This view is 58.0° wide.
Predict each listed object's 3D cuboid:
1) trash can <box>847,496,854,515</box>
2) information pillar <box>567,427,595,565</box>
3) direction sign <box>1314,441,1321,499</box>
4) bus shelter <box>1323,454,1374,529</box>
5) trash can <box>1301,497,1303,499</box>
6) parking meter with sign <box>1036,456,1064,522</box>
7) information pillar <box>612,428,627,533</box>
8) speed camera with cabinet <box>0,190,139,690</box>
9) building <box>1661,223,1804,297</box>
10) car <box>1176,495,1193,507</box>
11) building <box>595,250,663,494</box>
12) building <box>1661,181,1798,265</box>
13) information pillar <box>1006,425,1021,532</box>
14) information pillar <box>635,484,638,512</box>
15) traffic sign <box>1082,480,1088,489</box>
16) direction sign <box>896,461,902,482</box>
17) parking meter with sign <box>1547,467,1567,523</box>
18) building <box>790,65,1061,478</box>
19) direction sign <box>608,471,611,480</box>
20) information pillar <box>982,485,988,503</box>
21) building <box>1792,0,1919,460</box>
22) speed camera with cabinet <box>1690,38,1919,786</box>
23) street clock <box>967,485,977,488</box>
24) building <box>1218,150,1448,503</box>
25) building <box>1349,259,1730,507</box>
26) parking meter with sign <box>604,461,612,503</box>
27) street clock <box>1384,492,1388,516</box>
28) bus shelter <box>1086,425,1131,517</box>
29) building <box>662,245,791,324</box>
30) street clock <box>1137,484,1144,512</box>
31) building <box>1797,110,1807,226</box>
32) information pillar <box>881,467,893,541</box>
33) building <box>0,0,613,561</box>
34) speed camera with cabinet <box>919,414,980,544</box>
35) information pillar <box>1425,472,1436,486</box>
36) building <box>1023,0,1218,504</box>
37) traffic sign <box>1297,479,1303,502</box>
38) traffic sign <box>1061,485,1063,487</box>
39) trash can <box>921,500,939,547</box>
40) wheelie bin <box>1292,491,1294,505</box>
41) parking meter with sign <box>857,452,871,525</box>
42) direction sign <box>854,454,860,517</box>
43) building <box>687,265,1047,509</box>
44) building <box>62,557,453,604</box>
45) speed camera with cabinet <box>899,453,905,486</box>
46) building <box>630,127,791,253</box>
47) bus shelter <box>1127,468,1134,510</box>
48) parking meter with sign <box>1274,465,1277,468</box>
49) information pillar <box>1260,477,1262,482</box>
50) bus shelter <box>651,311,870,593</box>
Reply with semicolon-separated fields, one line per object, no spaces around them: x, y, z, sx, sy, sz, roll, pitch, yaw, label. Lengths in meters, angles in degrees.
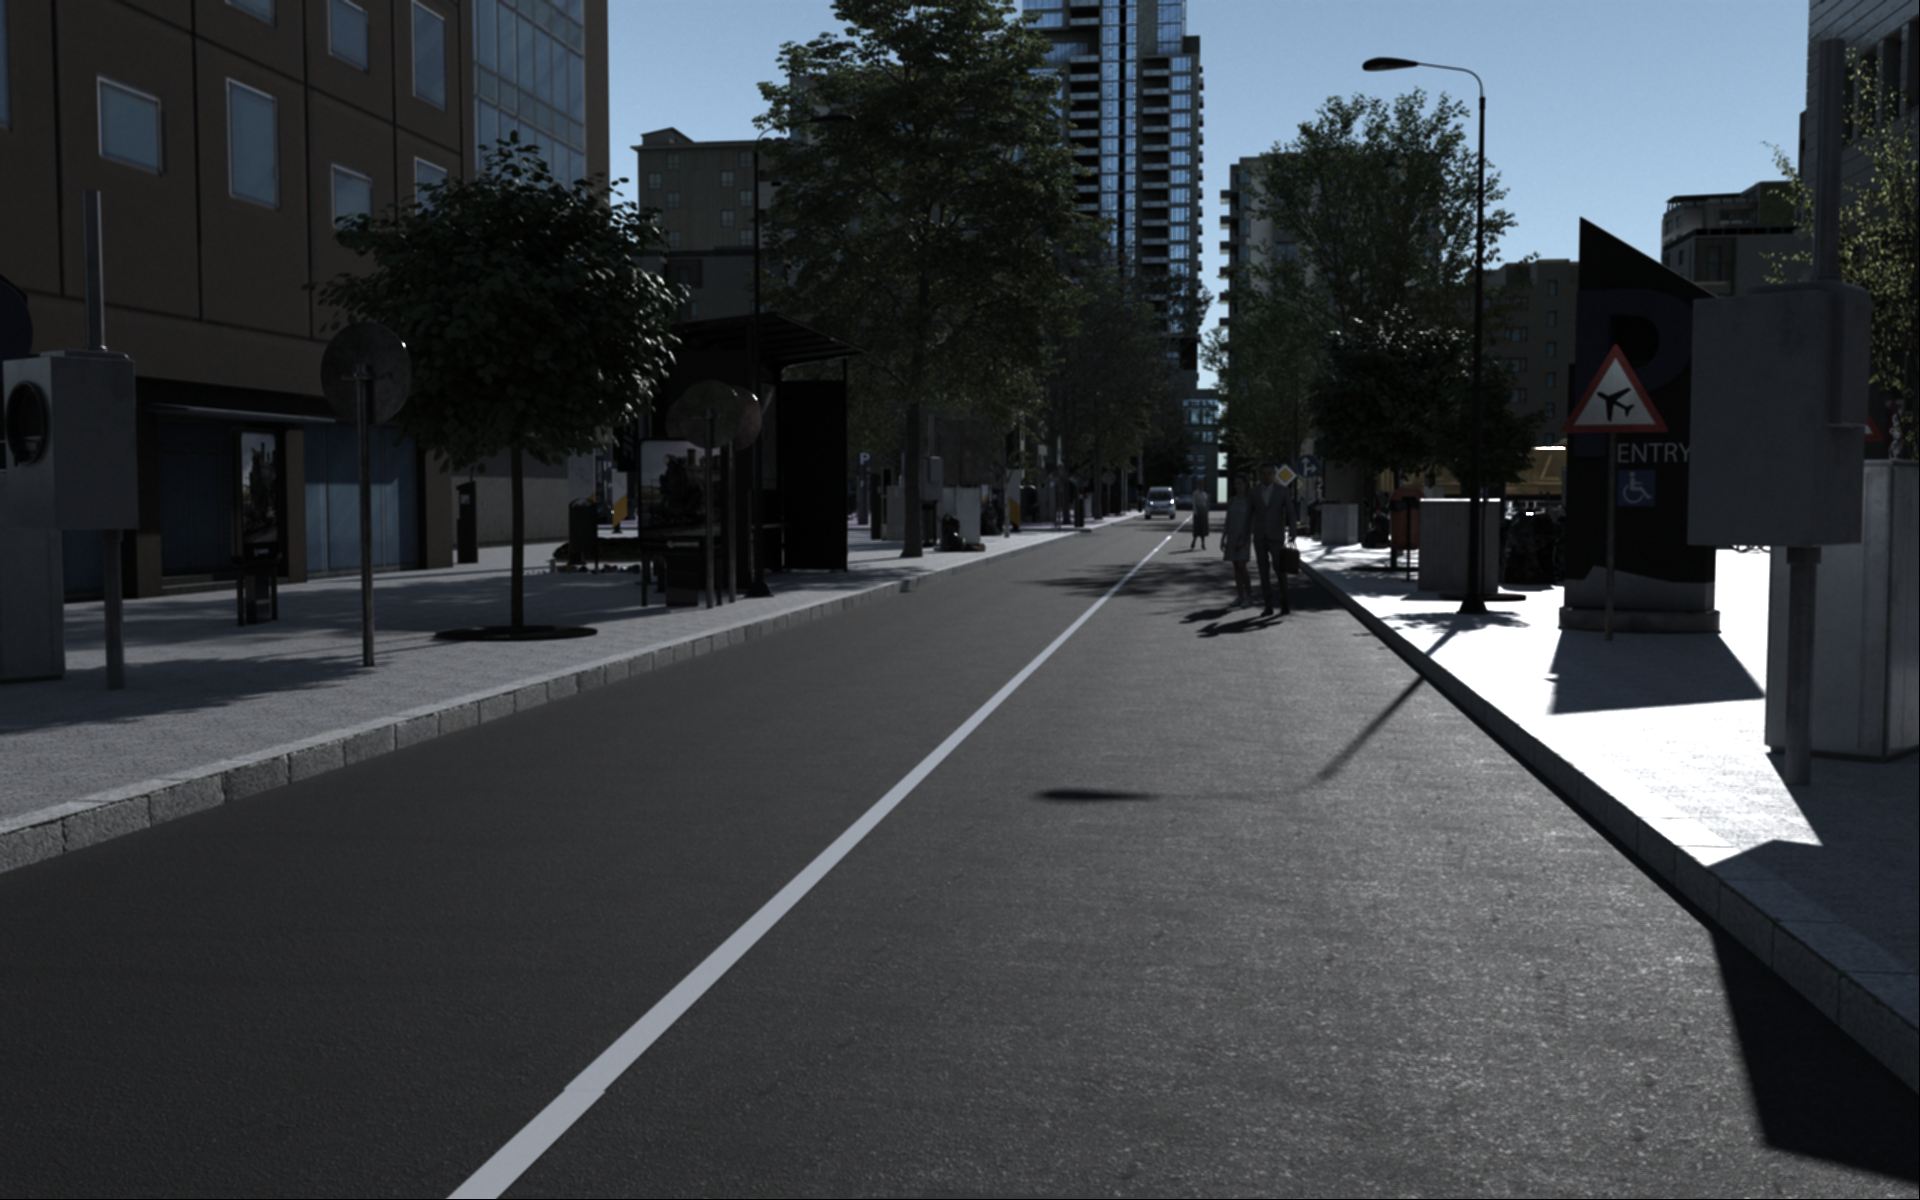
-6.853;-5.742;105.530;0.748;1.137;0.748;0;3;0;trash can
-6.848;-2.440;31.251;0.504;3.616;0.183;0;4;-6;information pillar
15.199;-4.998;73.722;0.379;3.537;0.876;2;4;29;direction sign
14.901;-4.440;66.523;2.014;3.302;5.546;1;4;8;bus shelter
19.794;-5.337;98.917;0.748;1.137;0.748;0;3;0;trash can
4.085;-5.136;80.240;0.543;3.016;1.738;-2;4;-34;parking meter with sign
-11.134;-3.988;56.564;0.504;3.616;0.183;-1;4;-14;information pillar
-6.321;-1.059;11.654;2.038;3.252;0.660;3;4;37;speed camera with cabinet
85.137;-25.512;188.825;14.107;30.474;14.160;1;4;8;building
25.448;-11.214;195.709;2.083;1.381;4.827;1;4;10;car
-40.070;-26.596;206.546;14.107;30.474;14.160;1;4;8;building
101.381;-33.367;229.142;14.086;41.232;14.154;1;4;8;building
1.787;-4.076;57.992;0.504;3.616;0.183;1;4;18;information pillar
-23.543;-7.463;126.519;0.304;2.012;0.304;-1;4;-9;information pillar
6.651;-5.617;93.967;0.606;2.300;0.079;1;4;15;traffic sign
-3.917;-7.725;118.302;0.876;3.537;0.379;0;4;-7;direction sign
17.478;-3.234;49.139;0.543;3.016;1.738;-2;4;-32;parking meter with sign
-4.193;-35.276;196.370;30.456;49.044;23.786;1;4;8;building
-25.635;-8.245;126.804;0.379;3.537;0.876;-1;4;-23;direction sign
1.377;-6.441;96.671;0.183;3.616;0.504;3;4;39;information pillar
24.375;-15.311;27.821;11.434;29.767;29.804;1;4;8;building
4.148;-0.853;8.279;0.660;3.252;2.038;3;5;44;speed camera with cabinet
0.601;-5.045;87.060;0.471;2.002;0.358;3;4;37;street clock
51.510;-38.034;241.458;30.456;49.044;23.786;1;4;8;building
50.768;-19.073;156.890;27.650;21.520;28.899;1;4;8;building
-18.231;-5.732;89.975;0.543;3.016;1.738;-1;4;-17;parking meter with sign
24.870;-5.894;100.944;0.358;2.002;0.471;0;4;-2;street clock
8.661;-7.550;101.067;2.179;5.291;8.768;1;4;8;bus shelter
-25.896;-26.541;205.650;14.107;30.474;14.160;1;4;8;building
12.672;-7.164;121.703;0.358;2.002;0.471;-3;4;-38;street clock
98.987;-32.721;185.099;14.200;45.320;14.600;1;4;8;building
-2.012;-2.637;47.600;0.304;2.012;0.304;-1;4;-9;information pillar
-17.766;-23.945;41.606;14.200;45.320;14.600;1;4;8;building
-0.372;-3.019;43.700;0.660;3.252;2.038;3;5;44;speed camera with cabinet
15.496;-3.216;57.079;0.304;2.012;0.304;0;4;-2;information pillar
21.028;-56.976;244.221;31.000;86.520;22.319;1;4;8;building
25.496;-7.926;130.767;0.795;2.450;0.064;1;4;9;traffic sign
5.579;-5.805;97.040;0.606;2.300;0.079;1;4;10;traffic sign
-0.873;-1.851;41.920;0.748;1.137;0.748;0;3;0;trash can
13.610;-3.973;72.860;0.980;1.594;0.693;3;5;45;wheelie bin
-4.054;-4.664;72.512;0.543;3.016;1.738;0;4;-8;parking meter with sign
-5.709;-6.385;96.399;0.379;3.537;0.876;-1;4;-22;direction sign
-7.196;-19.158;158.264;27.650;21.520;28.899;1;4;8;building
-16.323;-22.822;23.250;14.600;45.320;14.200;1;4;8;building
-2.381;-5.372;82.172;0.660;3.252;2.038;-1;4;-14;speed camera with cabinet
-30.470;-40.771;255.840;27.495;52.752;28.713;1;4;8;building
11.151;-7.829;121.933;2.014;3.302;5.546;1;4;8;bus shelter
18.827;-6.577;103.795;0.543;3.016;1.738;0;4;4;parking meter with sign
21.399;-7.993;122.046;0.504;3.616;0.183;0;4;-3;information pillar
-2.766;-2.089;25.436;1.731;3.624;6.357;1;4;8;bus shelter
